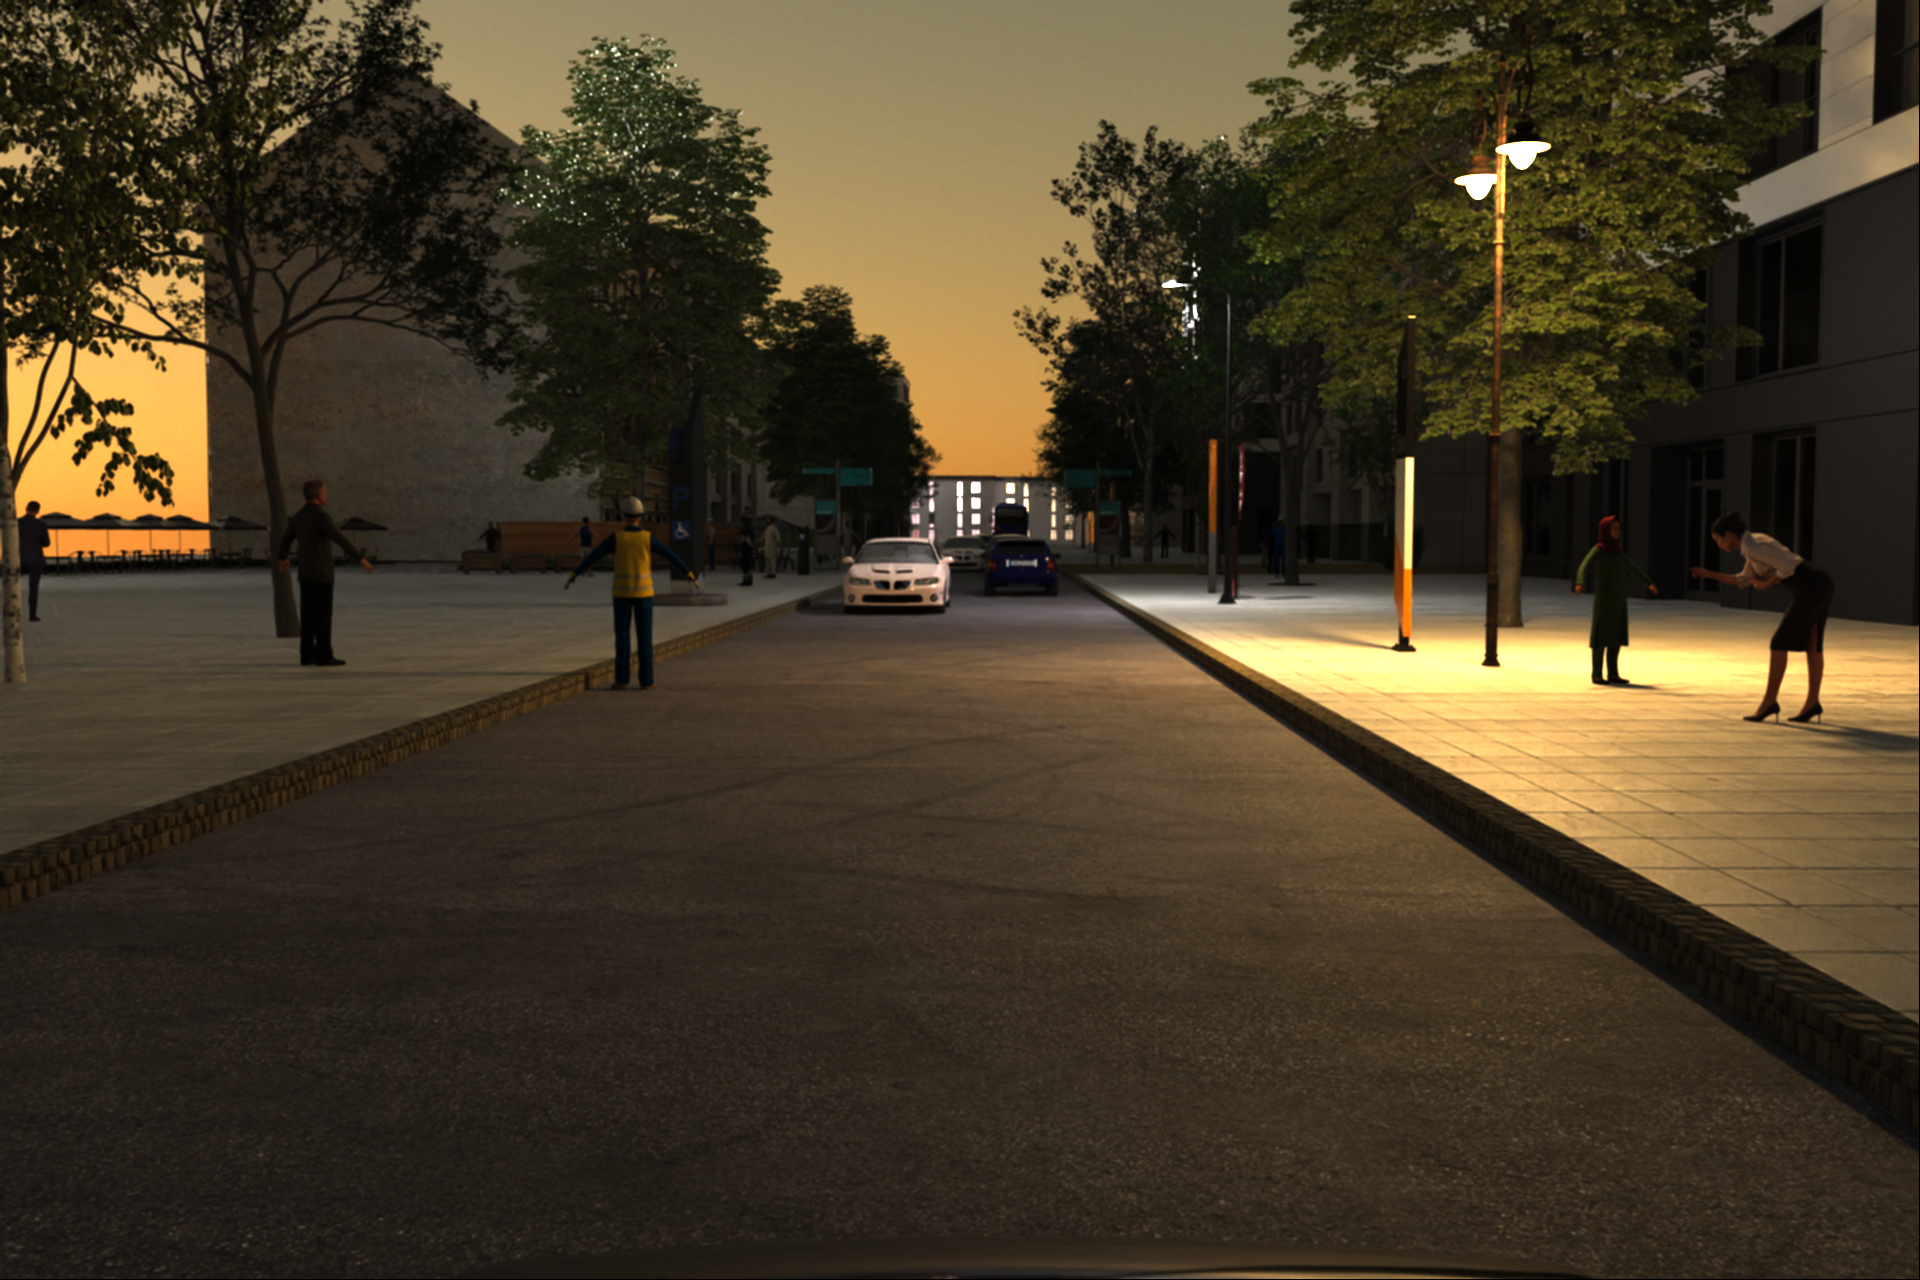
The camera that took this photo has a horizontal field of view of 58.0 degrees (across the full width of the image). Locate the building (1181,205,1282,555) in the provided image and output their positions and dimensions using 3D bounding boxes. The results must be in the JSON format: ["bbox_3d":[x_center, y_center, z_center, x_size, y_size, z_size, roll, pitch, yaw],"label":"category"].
[{"bbox_3d":[29.591,-17.100,123.566,27.936,21.610,32.646,0,4,1],"label":"building"}]

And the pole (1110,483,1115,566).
[{"bbox_3d":[6.087,-4.605,69.141,0.158,3.312,0.155,0,3,0],"label":"pole"}]

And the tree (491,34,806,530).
[{"bbox_3d":[-7.172,-7.460,40.097,7.486,12.596,7.792,0,3,0],"label":"tree"}]

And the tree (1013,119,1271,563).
[{"bbox_3d":[8.536,-13.608,78.372,12.611,20.169,13.585,0,3,0],"label":"tree"}]

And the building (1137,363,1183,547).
[{"bbox_3d":[28.549,-21.425,181.227,19.493,23.208,18.063,0,4,2],"label":"building"}]

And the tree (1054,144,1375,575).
[{"bbox_3d":[8.070,-8.820,54.583,12.009,13.543,11.850,0,3,0],"label":"tree"}]

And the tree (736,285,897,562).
[{"bbox_3d":[-6.600,-9.873,79.549,7.486,12.596,7.792,0,3,0],"label":"tree"}]

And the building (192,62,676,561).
[{"bbox_3d":[-25.919,-15.831,89.768,19.493,23.208,18.063,0,4,1],"label":"building"}]

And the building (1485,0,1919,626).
[{"bbox_3d":[27.409,-11.959,39.509,27.936,21.610,32.646,0,4,1],"label":"building"}]

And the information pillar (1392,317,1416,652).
[{"bbox_3d":[4.872,-1.690,18.979,0.183,3.616,0.504,0,4,1],"label":"information pillar"}]

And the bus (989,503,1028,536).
[{"bbox_3d":[3.811,-8.808,135.563,2.896,3.916,12.251,0,3,0],"label":"bus"}]

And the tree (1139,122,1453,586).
[{"bbox_3d":[8.322,-7.177,43.105,9.928,11.665,9.643,0,3,0],"label":"tree"}]

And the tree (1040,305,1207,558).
[{"bbox_3d":[9.018,-11.495,94.595,9.857,13.997,8.962,0,3,0],"label":"tree"}]

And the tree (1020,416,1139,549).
[{"bbox_3d":[10.777,-14.700,150.710,12.009,13.543,11.850,0,3,0],"label":"tree"}]

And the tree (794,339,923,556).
[{"bbox_3d":[-6.035,-11.213,101.467,7.486,12.596,7.792,0,3,0],"label":"tree"}]

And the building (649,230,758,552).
[{"bbox_3d":[-24.089,-15.316,116.878,16.747,18.905,31.486,0,4,1],"label":"building"}]

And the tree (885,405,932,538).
[{"bbox_3d":[-5.623,-12.610,131.922,9.928,11.665,9.643,0,3,0],"label":"tree"}]

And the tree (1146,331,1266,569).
[{"bbox_3d":[8.956,-6.910,63.335,4.737,8.622,4.395,0,3,0],"label":"tree"}]

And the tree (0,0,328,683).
[{"bbox_3d":[-7.921,-3.931,14.639,4.737,8.622,4.395,0,3,0],"label":"tree"}]

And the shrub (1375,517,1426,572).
[{"bbox_3d":[14.799,-3.285,58.124,1.690,2.028,1.600,0,3,0],"label":"shrub"}]

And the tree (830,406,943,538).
[{"bbox_3d":[-5.547,-11.498,122.399,8.767,10.594,7.601,0,4,-7],"label":"tree"}]

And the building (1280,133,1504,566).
[{"bbox_3d":[26.808,-13.376,85.152,16.747,18.905,31.486,0,4,1],"label":"building"}]

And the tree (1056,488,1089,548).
[{"bbox_3d":[10.765,-12.914,161.507,4.737,8.622,4.395,0,3,0],"label":"tree"}]

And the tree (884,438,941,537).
[{"bbox_3d":[-5.062,-12.748,142.837,7.601,10.594,8.767,-1,4,-23],"label":"tree"}]

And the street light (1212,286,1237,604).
[{"bbox_3d":[5.462,-3.619,31.710,1.470,5.913,1.316,0,4,1],"label":"street light"}]

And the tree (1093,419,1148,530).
[{"bbox_3d":[9.279,-9.581,107.009,4.360,8.622,3.978,0,3,0],"label":"tree"}]

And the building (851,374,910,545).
[{"bbox_3d":[-21.205,-22.970,219.531,27.936,21.610,32.646,0,4,2],"label":"building"}]

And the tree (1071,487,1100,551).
[{"bbox_3d":[9.816,-10.994,130.114,4.360,8.622,3.978,0,3,0],"label":"tree"}]

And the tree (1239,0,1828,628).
[{"bbox_3d":[7.646,-6.476,24.014,7.486,12.596,7.792,0,3,0],"label":"tree"}]

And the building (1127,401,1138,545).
[{"bbox_3d":[29.527,-22.798,203.672,19.493,23.208,18.063,0,4,2],"label":"building"}]

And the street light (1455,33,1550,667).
[{"bbox_3d":[5.165,-2.684,16.667,0.468,5.910,1.993,0,4,1],"label":"street light"}]

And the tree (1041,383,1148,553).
[{"bbox_3d":[9.252,-11.802,118.722,9.928,11.665,9.643,0,3,0],"label":"tree"}]

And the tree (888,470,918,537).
[{"bbox_3d":[-5.311,-12.320,151.792,4.737,8.622,4.395,0,3,0],"label":"tree"}]

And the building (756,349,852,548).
[{"bbox_3d":[-21.244,-19.284,181.743,16.747,18.905,31.486,0,4,2],"label":"building"}]

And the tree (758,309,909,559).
[{"bbox_3d":[-6.410,-10.413,88.382,7.486,12.596,7.792,0,3,0],"label":"tree"}]

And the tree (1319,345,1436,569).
[{"bbox_3d":[15.269,-6.877,62.809,4.737,8.622,4.395,0,3,0],"label":"tree"}]

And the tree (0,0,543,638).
[{"bbox_3d":[-8.687,-5.314,21.299,7.601,10.594,8.767,0,4,8],"label":"tree"}]

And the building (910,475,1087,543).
[{"bbox_3d":[4.501,-18.627,249.157,28.070,9.664,9.099,0,4,-6],"label":"building"}]

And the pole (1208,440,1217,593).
[{"bbox_3d":[5.466,-2.669,37.489,0.158,3.312,0.155,0,3,0],"label":"pole"}]
